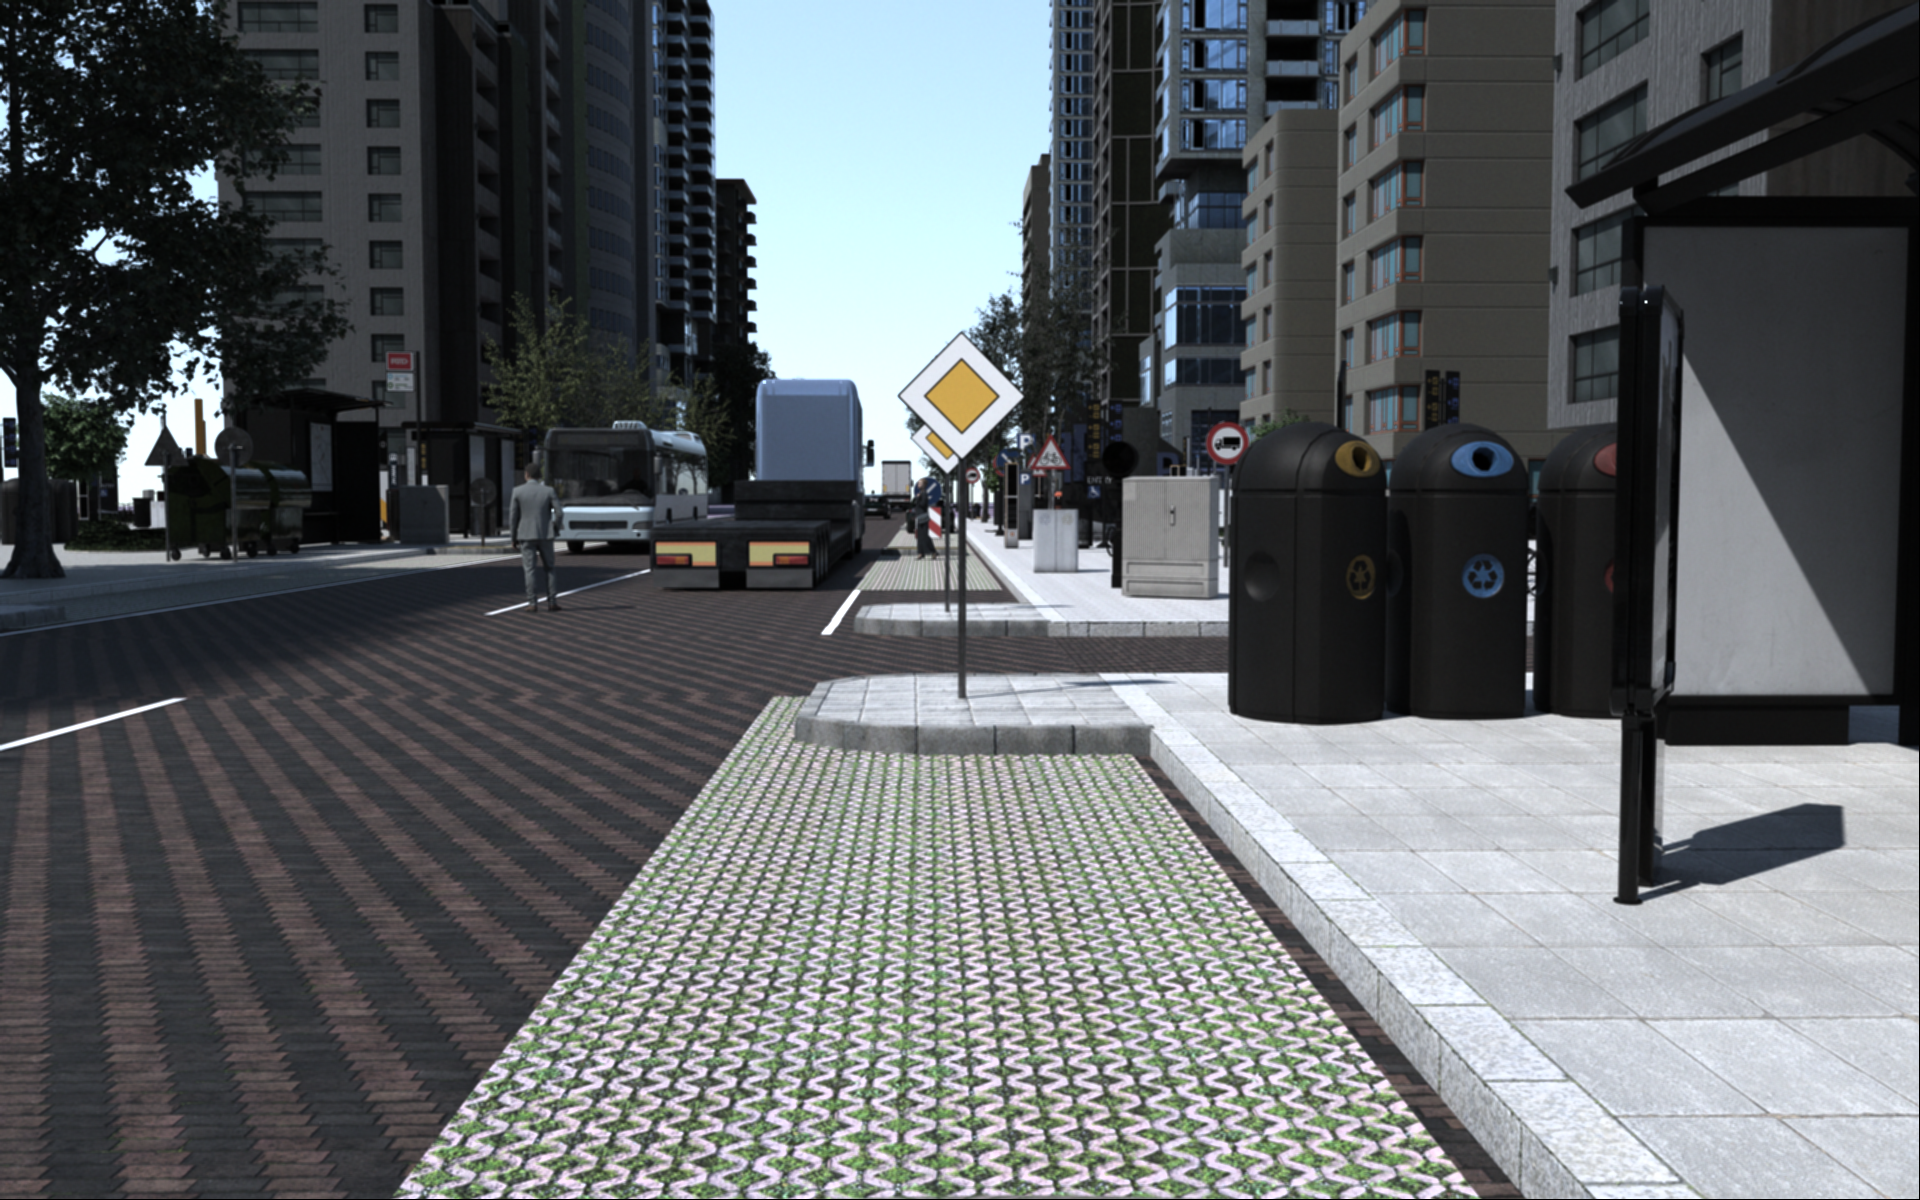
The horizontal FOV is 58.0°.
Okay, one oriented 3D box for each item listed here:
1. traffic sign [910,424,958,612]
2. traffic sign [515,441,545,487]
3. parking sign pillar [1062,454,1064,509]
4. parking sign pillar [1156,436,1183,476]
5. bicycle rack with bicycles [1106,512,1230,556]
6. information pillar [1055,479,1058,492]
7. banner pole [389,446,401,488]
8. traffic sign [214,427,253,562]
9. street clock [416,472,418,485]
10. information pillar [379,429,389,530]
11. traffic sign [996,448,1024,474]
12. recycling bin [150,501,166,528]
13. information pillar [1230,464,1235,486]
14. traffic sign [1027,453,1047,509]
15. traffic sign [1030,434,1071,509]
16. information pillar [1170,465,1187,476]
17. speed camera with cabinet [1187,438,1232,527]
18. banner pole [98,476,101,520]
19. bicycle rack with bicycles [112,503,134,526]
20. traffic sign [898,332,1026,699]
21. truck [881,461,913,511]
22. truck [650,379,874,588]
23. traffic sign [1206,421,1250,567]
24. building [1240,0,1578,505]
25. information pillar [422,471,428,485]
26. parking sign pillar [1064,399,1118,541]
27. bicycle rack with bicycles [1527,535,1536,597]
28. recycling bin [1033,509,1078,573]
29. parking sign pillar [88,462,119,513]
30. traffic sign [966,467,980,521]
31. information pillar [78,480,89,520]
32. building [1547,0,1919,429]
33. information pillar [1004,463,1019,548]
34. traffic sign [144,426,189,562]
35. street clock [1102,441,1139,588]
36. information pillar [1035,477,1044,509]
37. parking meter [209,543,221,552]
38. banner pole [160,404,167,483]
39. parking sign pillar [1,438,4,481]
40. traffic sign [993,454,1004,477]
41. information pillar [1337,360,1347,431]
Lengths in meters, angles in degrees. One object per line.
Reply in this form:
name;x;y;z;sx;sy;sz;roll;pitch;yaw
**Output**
traffic sign;-0.139;-0.927;18.796;0.795;2.450;0.064;0;4;-1
traffic sign;-16.010;-4.435;66.384;2.265;3.308;0.079;0;4;3
parking sign pillar;3.894;-4.048;54.651;1.447;3.967;1.447;1;4;16
parking sign pillar;9.782;-5.631;80.546;1.447;3.967;1.447;2;4;28
bicycle rack with bicycles;4.351;-1.298;34.602;2.852;0.926;2.925;-1;4;-9
information pillar;4.530;-4.819;83.286;0.304;2.012;0.304;1;4;21
banner pole;-29.193;-6.099;89.729;0.863;3.779;0.401;1;4;15
traffic sign;-13.797;-2.005;32.894;0.768;2.556;0.104;0;4;7
street clock;-17.579;-3.138;55.880;0.358;2.002;0.471;-1;4;-23
information pillar;-20.842;-4.348;62.445;0.504;3.616;0.183;0;4;-4
traffic sign;1.365;-2.902;47.561;0.768;2.556;0.104;0;4;7
recycling bin;-28.295;-3.006;61.705;0.722;1.027;0.722;1;4;19
information pillar;14.709;-6.242;93.413;0.183;3.616;0.504;-1;4;-18
traffic sign;2.299;-3.286;53.724;0.884;2.594;0.081;0;4;0
traffic sign;1.967;-2.296;37.550;0.884;2.594;0.081;0;4;7
information pillar;5.581;-2.433;44.277;0.304;2.012;0.304;-3;5;-40
speed camera with cabinet;8.731;-4.063;60.768;2.038;3.252;0.660;1;4;18
banner pole;-36.474;-5.102;73.438;0.401;3.779;0.863;-1;4;-19
bicycle rack with bicycles;-33.064;-3.458;69.926;2.852;0.926;2.925;0;4;8
traffic sign;0.010;-0.438;10.812;0.795;2.450;0.064;0;4;-1
truck;-5.481;-9.902;150.814;2.839;4.237;11.283;0;4;-1
truck;-3.484;-2.749;34.700;2.967;4.110;18.799;0;4;-1
traffic sign;4.661;-1.845;30.264;0.768;2.556;0.104;0;4;-1
building;28.217;-13.930;72.797;27.650;21.520;28.899;0;4;-1
information pillar;-23.128;-5.102;74.766;0.504;3.616;0.183;0;4;-3
parking sign pillar;3.752;-3.661;48.329;1.447;3.967;1.447;1;4;8
bicycle rack with bicycles;7.736;-0.459;20.893;2.852;0.926;2.925;-3;5;-43
recycling bin;1.570;-0.976;28.505;0.722;1.027;0.722;0;4;1
parking sign pillar;-40.480;-5.701;81.686;1.447;3.967;1.447;-3;5;-41
traffic sign;0.575;-5.067;82.958;0.768;2.556;0.104;0;4;1
information pillar;-30.544;-3.417;60.354;0.304;2.012;0.304;-2;4;-30
building;21.499;-16.126;35.362;14.107;30.474;14.160;0;4;-1
information pillar;1.216;-2.232;40.987;0.304;2.012;0.304;0;4;-7
traffic sign;-15.062;-2.011;32.882;0.884;2.594;0.081;0;4;5
street clock;2.187;-1.169;23.679;0.471;2.002;0.358;1;4;17
information pillar;3.061;-3.840;67.270;0.304;2.012;0.304;3;5;40
parking meter;-16.442;-1.984;38.146;0.255;1.863;0.399;-1;4;-23
banner pole;-22.136;-3.558;48.189;0.401;3.779;0.863;-2;4;-35
parking sign pillar;-46.544;-5.777;82.922;1.447;3.967;1.447;-1;4;-21
traffic sign;1.350;-3.134;51.348;0.768;2.556;0.104;0;4;6
information pillar;6.612;-2.367;30.062;0.183;3.616;0.504;1;4;21
